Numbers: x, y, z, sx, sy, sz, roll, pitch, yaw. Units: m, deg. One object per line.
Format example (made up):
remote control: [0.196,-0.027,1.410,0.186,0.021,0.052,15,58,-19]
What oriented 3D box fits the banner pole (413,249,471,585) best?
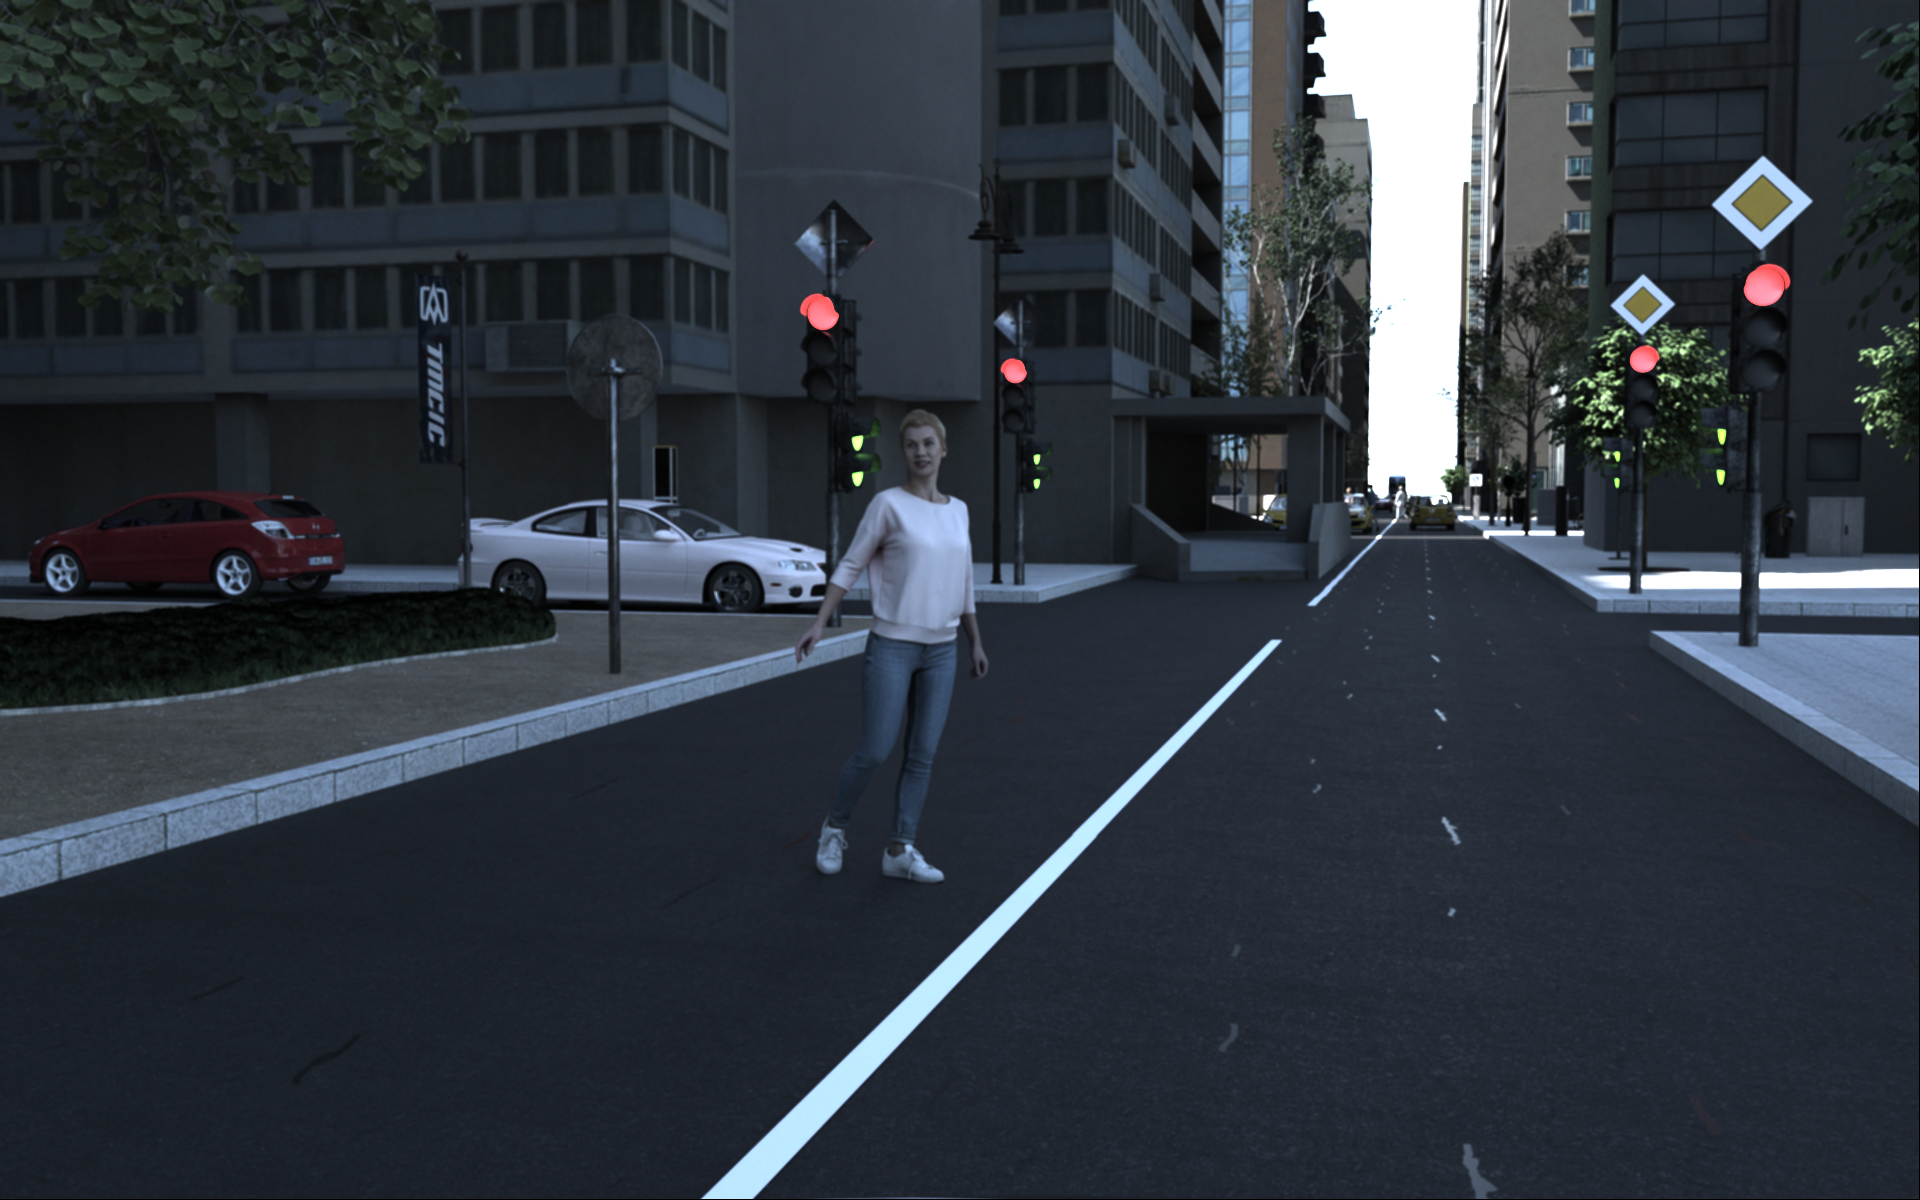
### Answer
banner pole: [-5.202,-1.687,17.604,0.401,3.779,0.863,2,4,29]

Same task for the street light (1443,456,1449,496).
street light: [58.492,-14.364,207.645,0.468,5.910,1.993,1,4,15]

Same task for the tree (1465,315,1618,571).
tree: [11.502,-2.761,28.856,4.285,4.588,4.351,0,3,0]

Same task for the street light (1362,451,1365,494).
street light: [41.706,-12.626,179.229,0.468,5.910,1.993,1,4,15]

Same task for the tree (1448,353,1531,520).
tree: [26.644,-8.297,86.024,4.360,8.622,3.978,0,3,0]

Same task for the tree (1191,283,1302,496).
tree: [10.051,-6.793,61.427,4.737,8.622,4.395,0,3,0]

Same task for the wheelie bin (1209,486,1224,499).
wheelie bin: [14.349,-5.401,96.220,0.980,1.594,0.693,-2,4,-34]

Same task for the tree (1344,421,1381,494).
tree: [39.031,-13.430,169.940,4.360,8.622,3.978,0,3,0]

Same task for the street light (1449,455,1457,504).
street light: [47.934,-11.929,167.833,0.468,5.910,1.993,1,4,15]

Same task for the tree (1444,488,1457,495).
tree: [56.300,-12.482,198.682,1.663,3.219,1.824,0,3,0]

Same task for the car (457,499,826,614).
car: [-3.814,-0.551,21.378,4.827,1.381,2.083,1,4,15]

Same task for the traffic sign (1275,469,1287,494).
traffic sign: [13.258,-4.227,71.237,0.606,2.300,0.079,1,4,19]

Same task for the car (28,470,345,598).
car: [-11.012,-0.950,24.575,4.494,1.783,2.155,1,4,14]

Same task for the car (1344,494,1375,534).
car: [14.209,-3.260,63.530,2.015,1.641,3.980,1,4,16]

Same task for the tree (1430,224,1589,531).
tree: [19.906,-7.650,59.484,7.601,10.594,8.767,0,4,6]

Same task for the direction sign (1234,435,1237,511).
direction sign: [8.453,-3.745,53.226,0.379,3.537,0.876,0,4,6]

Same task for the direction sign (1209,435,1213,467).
direction sign: [6.979,-3.533,49.767,0.379,3.537,0.876,-2,4,-27]

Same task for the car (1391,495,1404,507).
car: [49.978,-11.336,197.921,1.945,1.354,3.894,1,4,15]

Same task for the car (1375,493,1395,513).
car: [32.578,-7.645,134.029,2.155,1.783,4.494,1,4,14]

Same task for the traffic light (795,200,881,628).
traffic light: [-1.203,-1.692,16.578,0.839,4.253,0.868,1,4,15]

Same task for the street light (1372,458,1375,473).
street light: [52.378,-15.095,219.594,0.468,5.910,1.993,1,4,15]

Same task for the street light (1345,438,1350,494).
street light: [31.233,-10.229,140.028,0.468,5.910,1.993,1,4,15]

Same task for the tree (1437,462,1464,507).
tree: [50.149,-11.747,175.770,4.285,4.588,4.351,0,3,0]

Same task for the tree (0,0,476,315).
tree: [-5.097,-5.415,6.662,7.486,12.596,7.792,0,3,0]

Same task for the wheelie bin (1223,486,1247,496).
wheelie bin: [13.567,-4.680,84.418,0.693,1.594,0.980,-3,5,-43]

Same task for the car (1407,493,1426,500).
car: [36.314,-7.779,136.776,1.945,1.707,3.694,1,4,13]

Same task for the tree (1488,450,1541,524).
tree: [24.174,-4.931,75.222,1.663,3.219,1.824,0,3,0]

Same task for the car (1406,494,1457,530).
car: [19.060,-3.654,69.971,2.015,1.641,3.980,1,4,13]

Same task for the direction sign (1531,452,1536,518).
direction sign: [30.830,-6.207,93.485,0.379,3.537,0.876,-1,4,-10]

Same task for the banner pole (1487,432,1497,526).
banner pole: [21.646,-4.909,70.287,0.401,3.779,0.863,1,4,23]

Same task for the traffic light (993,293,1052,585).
traffic light: [0.851,-2.164,24.295,0.839,4.253,0.868,1,4,15]

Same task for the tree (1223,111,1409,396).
tree: [16.322,-14.243,88.762,12.611,20.169,13.585,0,3,0]

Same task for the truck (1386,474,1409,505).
truck: [60.305,-15.227,238.725,2.967,4.110,18.799,1,4,14]

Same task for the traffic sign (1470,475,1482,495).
traffic sign: [26.906,-5.395,90.340,0.606,2.300,0.079,2,4,24]

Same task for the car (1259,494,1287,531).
car: [10.102,-2.574,52.305,2.015,1.641,3.980,1,4,16]

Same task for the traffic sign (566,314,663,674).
traffic sign: [-2.469,-0.747,12.320,0.768,2.556,0.104,1,4,18]

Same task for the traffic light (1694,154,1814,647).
traffic light: [6.640,-1.565,14.514,0.839,4.253,0.868,1,4,15]

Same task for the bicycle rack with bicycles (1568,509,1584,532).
bicycle rack with bicycles: [22.199,-2.813,59.370,2.925,0.926,2.852,2,4,34]

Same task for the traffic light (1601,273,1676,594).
traffic light: [8.695,-2.037,22.231,0.839,4.253,0.868,1,4,15]

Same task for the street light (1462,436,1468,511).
street light: [37.123,-9.459,127.438,0.468,5.910,1.993,1,4,15]

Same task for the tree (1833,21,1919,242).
tree: [5.737,-1.469,7.724,4.285,4.588,4.351,0,3,0]

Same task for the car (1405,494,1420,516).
car: [30.288,-6.355,114.130,2.015,1.641,3.980,1,4,16]

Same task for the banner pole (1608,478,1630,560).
banner pole: [12.940,-2.698,34.134,0.401,3.779,0.863,0,4,1]
